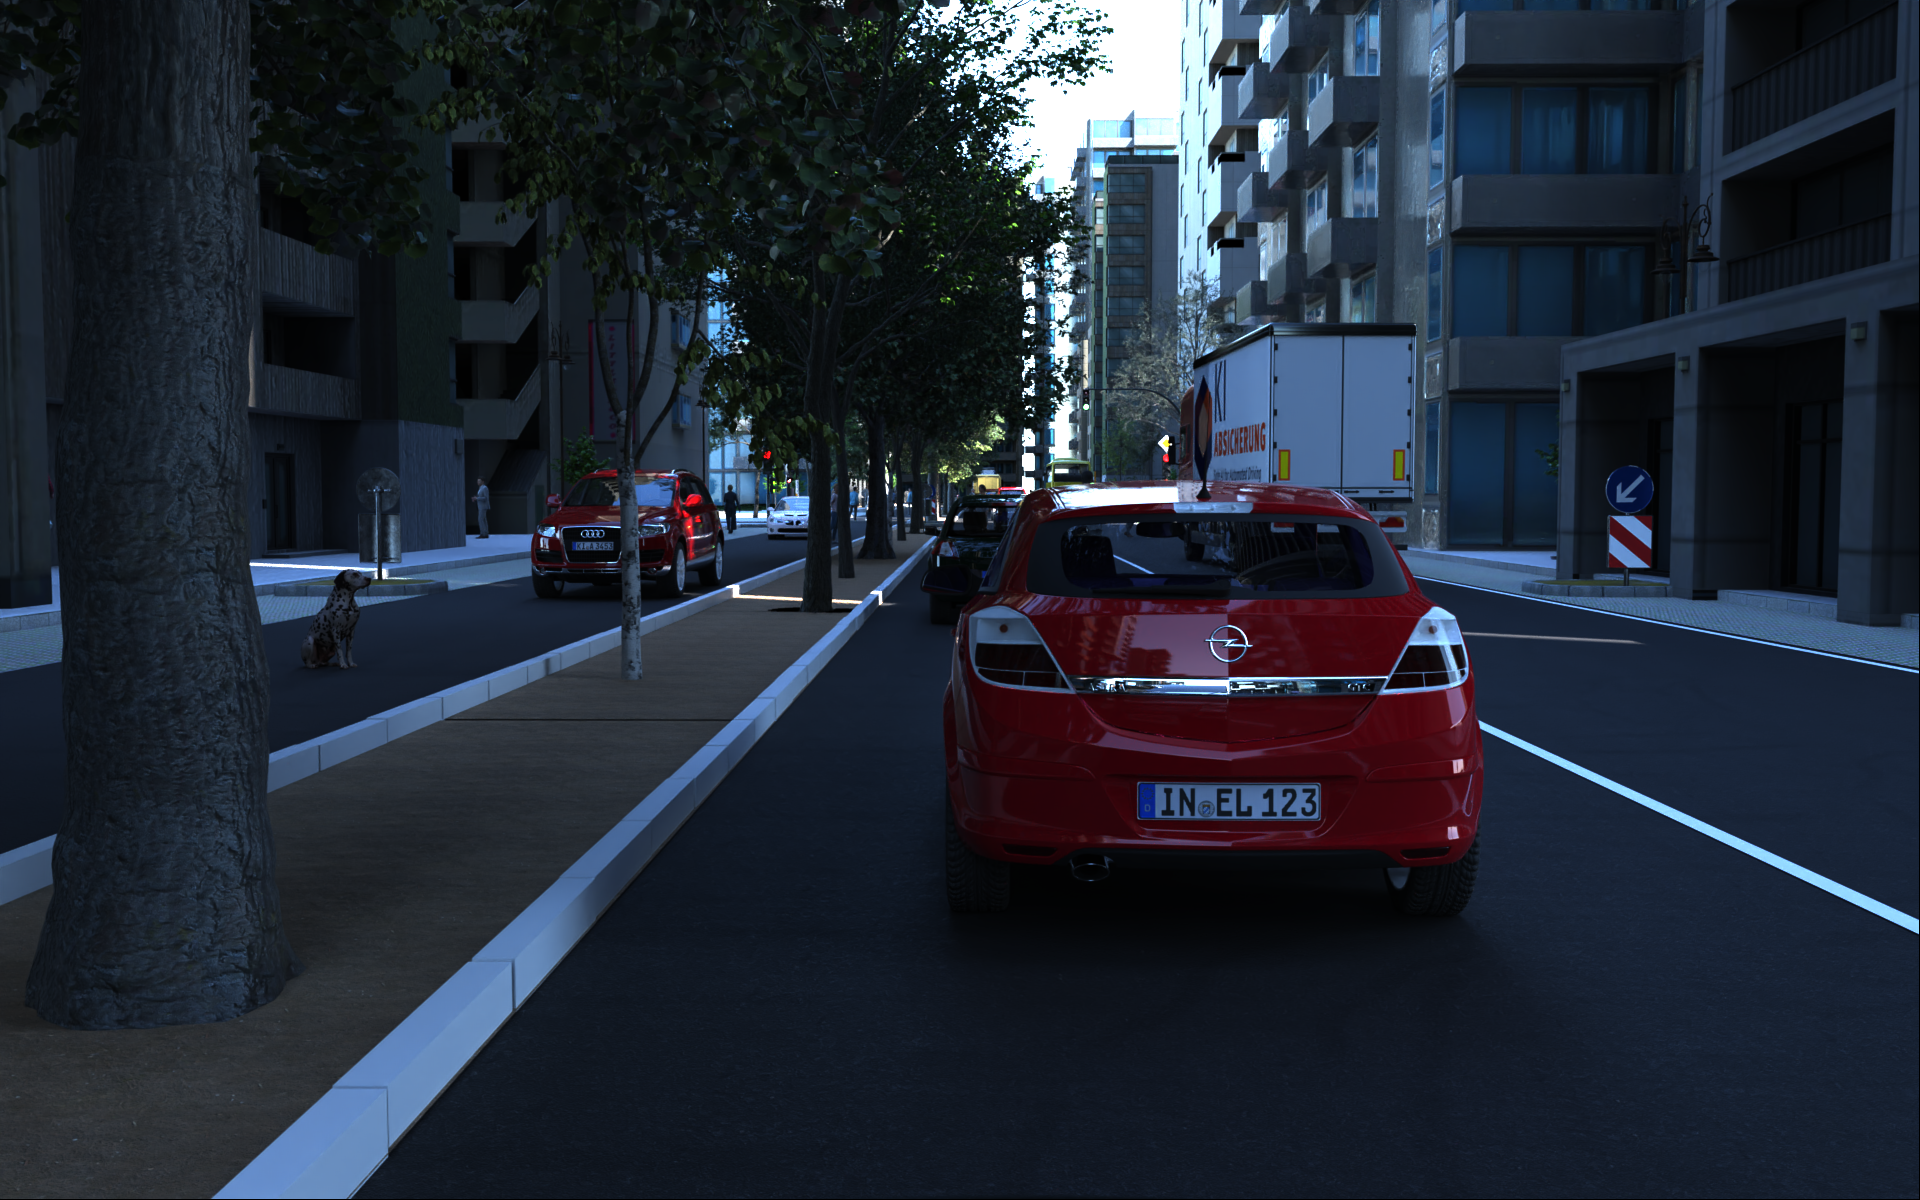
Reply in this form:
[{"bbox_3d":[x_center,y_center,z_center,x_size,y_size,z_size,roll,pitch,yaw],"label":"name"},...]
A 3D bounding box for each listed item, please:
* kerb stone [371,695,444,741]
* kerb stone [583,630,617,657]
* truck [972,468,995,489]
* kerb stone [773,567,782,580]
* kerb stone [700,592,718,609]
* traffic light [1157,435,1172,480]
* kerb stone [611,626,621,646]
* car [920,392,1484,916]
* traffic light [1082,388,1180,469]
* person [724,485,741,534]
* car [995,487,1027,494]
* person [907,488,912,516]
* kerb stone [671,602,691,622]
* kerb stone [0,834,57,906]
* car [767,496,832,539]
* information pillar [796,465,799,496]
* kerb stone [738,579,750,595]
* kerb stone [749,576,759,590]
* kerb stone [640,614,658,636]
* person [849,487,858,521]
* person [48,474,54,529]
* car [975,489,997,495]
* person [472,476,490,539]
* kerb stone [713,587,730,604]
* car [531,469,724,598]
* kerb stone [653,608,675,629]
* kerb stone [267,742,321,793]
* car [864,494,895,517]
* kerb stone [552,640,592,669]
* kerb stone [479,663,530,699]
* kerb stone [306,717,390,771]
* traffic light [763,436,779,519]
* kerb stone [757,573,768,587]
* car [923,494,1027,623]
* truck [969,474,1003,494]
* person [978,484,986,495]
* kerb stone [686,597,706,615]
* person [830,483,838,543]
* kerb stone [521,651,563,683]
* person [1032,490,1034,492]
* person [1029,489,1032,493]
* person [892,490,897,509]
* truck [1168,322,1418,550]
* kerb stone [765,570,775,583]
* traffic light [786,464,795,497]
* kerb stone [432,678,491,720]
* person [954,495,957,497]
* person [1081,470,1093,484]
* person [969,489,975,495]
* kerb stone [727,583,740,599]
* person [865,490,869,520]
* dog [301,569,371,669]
[{"bbox_3d":[-3.332,0.720,10.418,0.120,0.150,1.000,0,4,1],"label":"kerb stone"},{"bbox_3d":[-3.265,0.407,15.547,0.120,0.150,1.000,0,4,1],"label":"kerb stone"},{"bbox_3d":[2.607,-12.214,188.605,2.839,4.237,11.283,0,4,2],"label":"truck"},{"bbox_3d":[-3.121,-0.407,28.887,0.120,0.150,1.000,0,4,1],"label":"kerb stone"},{"bbox_3d":[-3.202,0.032,21.699,0.120,0.150,1.000,0,4,1],"label":"kerb stone"},{"bbox_3d":[9.794,-5.721,82.455,0.839,4.253,0.868,0,4,1],"label":"traffic light"},{"bbox_3d":[-3.254,0.349,16.569,0.120,0.150,1.000,0,4,1],"label":"kerb stone"},{"bbox_3d":[0.881,0.101,7.389,2.155,1.783,4.494,0,4,2],"label":"car"},{"bbox_3d":[7.611,-6.097,74.353,4.771,5.953,1.251,0,4,1],"label":"traffic light"},{"bbox_3d":[-8.250,-3.281,62.558,0.576,1.772,0.534,-2,4,-33],"label":"person"},{"bbox_3d":[2.741,-5.226,94.114,2.281,1.827,5.304,0,4,-1],"label":"car"},{"bbox_3d":[-3.231,-6.509,114.779,0.638,1.841,0.748,-3,4,-36],"label":"person"},{"bbox_3d":[-3.222,0.159,19.646,0.120,0.150,1.000,0,4,1],"label":"kerb stone"},{"bbox_3d":[-3.373,0.978,6.329,0.120,0.150,1.000,0,4,1],"label":"kerb stone"},{"bbox_3d":[-5.184,-2.694,56.409,2.083,1.381,4.827,0,4,-1],"label":"car"},{"bbox_3d":[-9.533,-6.736,101.483,0.183,3.616,0.504,0,4,7],"label":"information pillar"},{"bbox_3d":[-3.164,-0.158,24.776,0.120,0.150,1.000,0,4,1],"label":"kerb stone"},{"bbox_3d":[-3.156,-0.221,25.802,0.120,0.150,1.000,0,4,1],"label":"kerb stone"},{"bbox_3d":[-3.249,0.281,17.597,0.120,0.150,1.000,0,4,1],"label":"kerb stone"},{"bbox_3d":[-5.614,-5.027,90.708,0.660,1.820,0.620,2,4,25],"label":"person"},{"bbox_3d":[-12.975,-1.113,24.208,0.580,1.828,0.573,0,4,-4],"label":"person"},{"bbox_3d":[2.223,-7.230,126.890,2.281,1.827,5.304,0,4,-1],"label":"car"},{"bbox_3d":[-13.881,-2.678,50.033,0.583,1.804,0.606,-3,4,-37],"label":"person"},{"bbox_3d":[-3.188,-0.033,22.728,0.120,0.150,1.000,0,4,1],"label":"kerb stone"},{"bbox_3d":[-4.806,-1.036,25.620,2.281,1.827,5.304,0,4,2],"label":"car"},{"bbox_3d":[-3.237,0.220,18.624,0.120,0.150,1.000,0,4,1],"label":"kerb stone"},{"bbox_3d":[-3.351,0.846,8.372,0.120,0.150,1.000,0,4,1],"label":"kerb stone"},{"bbox_3d":[-5.135,-6.214,111.381,2.009,1.686,4.222,0,3,0],"label":"car"},{"bbox_3d":[-3.282,0.471,14.525,0.120,0.150,1.000,0,4,1],"label":"kerb stone"},{"bbox_3d":[-3.304,0.598,12.461,0.120,0.150,1.000,0,4,1],"label":"kerb stone"},{"bbox_3d":[-3.339,0.788,9.396,0.120,0.150,1.000,0,4,1],"label":"kerb stone"},{"bbox_3d":[-8.257,-5.244,74.656,0.839,4.253,0.868,0,4,1],"label":"traffic light"},{"bbox_3d":[-3.140,-0.282,26.831,0.120,0.150,1.000,0,4,1],"label":"kerb stone"},{"bbox_3d":[0.544,-0.658,20.547,2.009,1.686,4.222,0,4,1],"label":"car"},{"bbox_3d":[2.629,-10.630,169.729,3.469,3.379,9.791,0,4,0],"label":"truck"},{"bbox_3d":[0.671,-2.724,53.782,0.466,1.731,0.760,0,4,-7],"label":"person"},{"bbox_3d":[-3.207,0.093,20.671,0.120,0.150,1.000,0,4,1],"label":"kerb stone"},{"bbox_3d":[-3.741,-2.505,50.125,0.598,1.740,0.731,0,4,6],"label":"person"},{"bbox_3d":[-3.297,0.538,13.502,0.120,0.150,1.000,0,4,1],"label":"kerb stone"},{"bbox_3d":[6.409,-8.588,149.190,0.573,1.790,0.520,3,4,39],"label":"person"},{"bbox_3d":[4.602,-6.482,115.053,0.524,1.755,0.480,1,4,22],"label":"person"},{"bbox_3d":[-6.462,-9.666,166.529,1.348,1.826,0.705,-3,5,-42],"label":"person"},{"bbox_3d":[6.126,-2.753,33.930,2.839,4.237,11.283,0,4,-1],"label":"truck"},{"bbox_3d":[-3.130,-0.346,27.853,0.120,0.150,1.000,0,4,1],"label":"kerb stone"},{"bbox_3d":[-6.074,-6.605,82.653,4.771,5.953,1.251,0,4,1],"label":"traffic light"},{"bbox_3d":[-3.317,0.658,11.439,0.120,0.150,1.000,0,4,1],"label":"kerb stone"},{"bbox_3d":[-0.640,-9.198,159.341,0.683,1.767,0.568,-1,4,-19],"label":"person"},{"bbox_3d":[2.023,-1.106,26.765,0.511,1.800,0.466,1,4,20],"label":"person"},{"bbox_3d":[0.874,-6.147,109.396,0.834,1.777,0.661,2,4,23],"label":"person"},{"bbox_3d":[-3.176,-0.093,23.754,0.120,0.150,1.000,0,4,1],"label":"kerb stone"},{"bbox_3d":[-4.890,-5.233,94.802,0.466,1.731,0.760,3,5,39],"label":"person"},{"bbox_3d":[-5.237,0.147,14.434,0.513,0.831,0.800,-2,4,-29],"label":"dog"}]
